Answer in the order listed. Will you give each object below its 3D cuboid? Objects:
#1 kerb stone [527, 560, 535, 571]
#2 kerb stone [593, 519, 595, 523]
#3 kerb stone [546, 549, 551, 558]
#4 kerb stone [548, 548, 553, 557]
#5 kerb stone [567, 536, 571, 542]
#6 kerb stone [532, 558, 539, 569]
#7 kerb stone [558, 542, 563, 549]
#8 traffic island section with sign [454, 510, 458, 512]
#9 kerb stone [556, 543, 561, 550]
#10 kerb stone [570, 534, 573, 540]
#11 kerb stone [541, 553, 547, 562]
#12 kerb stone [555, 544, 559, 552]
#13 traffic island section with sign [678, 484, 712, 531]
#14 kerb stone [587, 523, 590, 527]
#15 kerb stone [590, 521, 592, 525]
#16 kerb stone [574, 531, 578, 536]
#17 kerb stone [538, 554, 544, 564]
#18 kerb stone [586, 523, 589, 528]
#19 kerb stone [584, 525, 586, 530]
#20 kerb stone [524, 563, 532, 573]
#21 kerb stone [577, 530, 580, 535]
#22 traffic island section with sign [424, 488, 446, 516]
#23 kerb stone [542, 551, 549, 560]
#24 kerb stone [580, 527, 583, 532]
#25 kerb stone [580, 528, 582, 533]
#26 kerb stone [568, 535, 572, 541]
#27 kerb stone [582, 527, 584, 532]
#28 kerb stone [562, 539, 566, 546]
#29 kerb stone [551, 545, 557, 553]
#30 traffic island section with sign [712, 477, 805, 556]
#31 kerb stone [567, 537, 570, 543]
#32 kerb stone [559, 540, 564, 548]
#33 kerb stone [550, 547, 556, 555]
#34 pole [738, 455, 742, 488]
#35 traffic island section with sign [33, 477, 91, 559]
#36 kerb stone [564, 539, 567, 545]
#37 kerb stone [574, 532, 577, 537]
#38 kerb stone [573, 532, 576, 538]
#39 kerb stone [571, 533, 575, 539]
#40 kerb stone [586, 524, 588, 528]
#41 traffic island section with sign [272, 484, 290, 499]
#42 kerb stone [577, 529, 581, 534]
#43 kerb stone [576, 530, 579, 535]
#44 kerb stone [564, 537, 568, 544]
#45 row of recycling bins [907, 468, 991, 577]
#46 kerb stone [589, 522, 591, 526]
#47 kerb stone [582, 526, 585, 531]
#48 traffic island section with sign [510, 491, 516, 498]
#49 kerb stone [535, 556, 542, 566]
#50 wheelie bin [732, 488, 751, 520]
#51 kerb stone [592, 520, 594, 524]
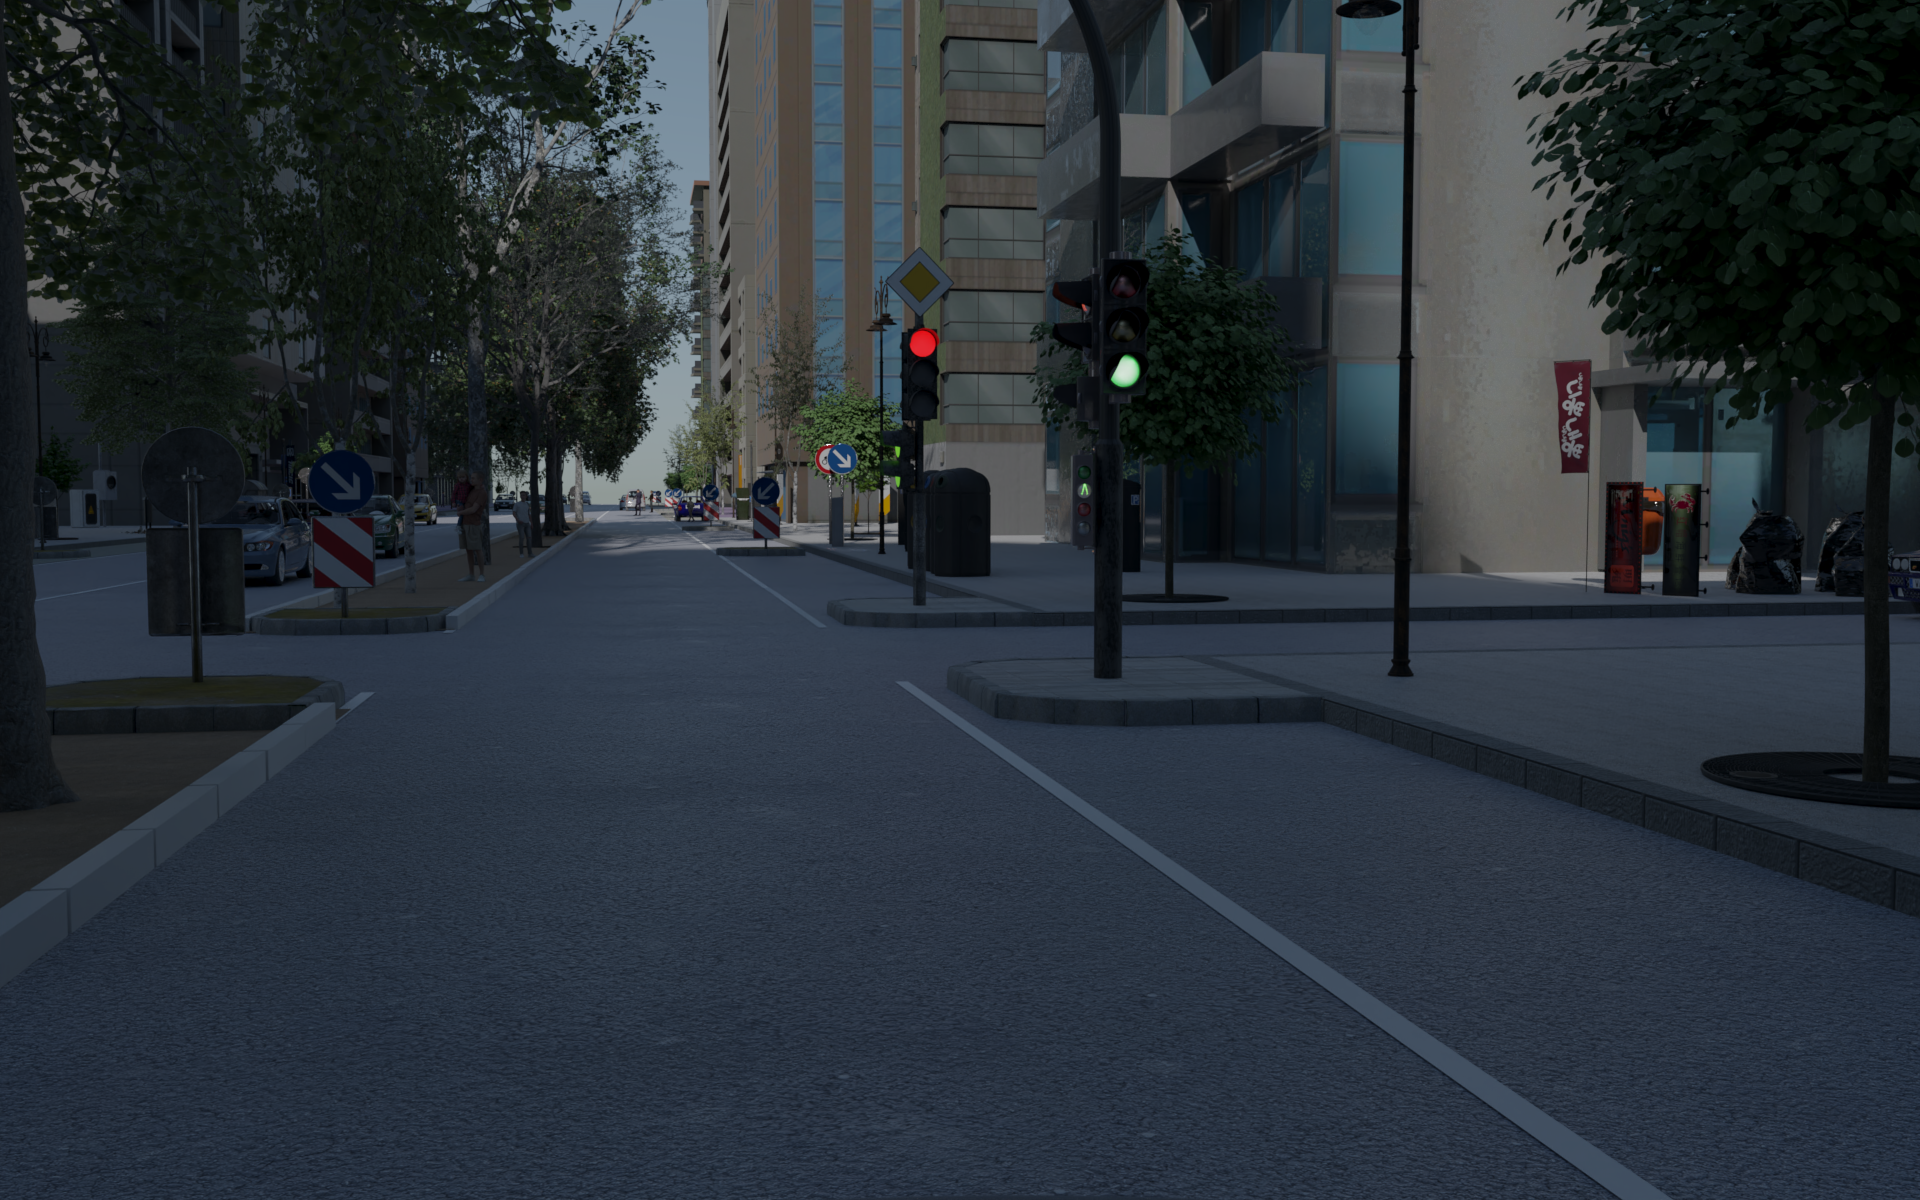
[{"bbox_3d":[-7.933,-0.587,31.805,0.120,0.150,1.000,-1,4,-11],"label":"kerb stone"},{"bbox_3d":[-17.299,-3.608,81.187,0.120,0.150,1.000,-1,4,-11],"label":"kerb stone"},{"bbox_3d":[-9.073,-0.958,37.852,0.120,0.150,1.000,-1,4,-11],"label":"kerb stone"},{"bbox_3d":[-9.264,-1.017,38.856,0.120,0.150,1.000,-1,4,-11],"label":"kerb stone"},{"bbox_3d":[-11.372,-1.698,49.954,0.120,0.150,1.000,-1,4,-11],"label":"kerb stone"},{"bbox_3d":[-8.119,-0.649,32.813,0.120,0.150,1.000,-1,4,-11],"label":"kerb stone"},{"bbox_3d":[-10.221,-1.323,43.899,0.120,0.150,1.000,-1,4,-11],"label":"kerb stone"},{"bbox_3d":[-40.203,-8.122,141.429,1.989,1.847,2.006,-1,4,-11],"label":"traffic island section with sign"},{"bbox_3d":[-10.036,-1.265,42.886,0.120,0.150,1.000,-1,4,-11],"label":"kerb stone"},{"bbox_3d":[-11.755,-1.818,51.971,0.120,0.150,1.000,-1,4,-11],"label":"kerb stone"},{"bbox_3d":[-8.691,-0.832,35.839,0.120,0.150,1.000,-1,4,-11],"label":"kerb stone"},{"bbox_3d":[-9.836,-1.204,41.881,0.120,0.150,1.000,-1,4,-11],"label":"kerb stone"},{"bbox_3d":[-9.945,-3.644,68.207,1.989,1.847,2.006,-1,4,-11],"label":"traffic island section with sign"},{"bbox_3d":[-15.381,-2.992,71.116,0.120,0.150,1.000,-1,4,-11],"label":"kerb stone"},{"bbox_3d":[-16.151,-3.238,75.133,0.120,0.150,1.000,-1,4,-11],"label":"kerb stone"},{"bbox_3d":[-12.522,-2.067,55.997,0.120,0.150,1.000,-1,4,-11],"label":"kerb stone"},{"bbox_3d":[-8.500,-0.773,34.829,0.120,0.150,1.000,-1,4,-11],"label":"kerb stone"},{"bbox_3d":[-15.196,-2.925,70.111,0.120,0.150,1.000,-1,4,-11],"label":"kerb stone"},{"bbox_3d":[-14.430,-2.684,66.074,0.120,0.150,1.000,-1,4,-11],"label":"kerb stone"},{"bbox_3d":[-7.741,-0.526,30.801,0.120,0.150,1.000,-1,4,-11],"label":"kerb stone"},{"bbox_3d":[-12.898,-2.190,58.010,0.120,0.150,1.000,-1,4,-11],"label":"kerb stone"},{"bbox_3d":[-35.120,-6.483,114.620,1.989,1.847,2.006,-1,4,-11],"label":"traffic island section with sign"},{"bbox_3d":[-8.875,-0.893,36.844,0.120,0.150,1.000,-1,4,-11],"label":"kerb stone"},{"bbox_3d":[-13.664,-2.437,62.033,0.120,0.150,1.000,-1,4,-11],"label":"kerb stone"},{"bbox_3d":[-13.473,-2.373,61.028,0.120,0.150,1.000,-1,4,-11],"label":"kerb stone"},{"bbox_3d":[-11.561,-1.760,50.967,0.120,0.150,1.000,-1,4,-11],"label":"kerb stone"},{"bbox_3d":[-13.856,-2.499,63.046,0.120,0.150,1.000,-1,4,-11],"label":"kerb stone"},{"bbox_3d":[-10.595,-1.451,45.925,0.120,0.150,1.000,-1,4,-11],"label":"kerb stone"},{"bbox_3d":[-9.648,-1.142,40.876,0.120,0.150,1.000,-1,4,-11],"label":"kerb stone"},{"bbox_3d":[-4.736,-1.970,40.830,1.989,1.847,2.006,-1,4,-11],"label":"traffic island section with sign"},{"bbox_3d":[-11.180,-1.636,48.938,0.120,0.150,1.000,-1,4,-11],"label":"kerb stone"},{"bbox_3d":[-10.410,-1.389,44.910,0.120,0.150,1.000,-1,4,-11],"label":"kerb stone"},{"bbox_3d":[-9.449,-1.081,39.872,0.120,0.150,1.000,-1,4,-11],"label":"kerb stone"},{"bbox_3d":[-11.459,-5.903,90.354,0.158,3.312,0.155,0,3,0],"label":"pole"},{"bbox_3d":[-20.720,-1.847,38.832,1.989,1.847,2.006,-1,4,-11],"label":"traffic island section with sign"},{"bbox_3d":[-10.800,-1.510,46.927,0.120,0.150,1.000,-1,4,-11],"label":"kerb stone"},{"bbox_3d":[-12.329,-2.003,54.989,0.120,0.150,1.000,-1,4,-11],"label":"kerb stone"},{"bbox_3d":[-12.137,-1.944,53.985,0.120,0.150,1.000,-1,4,-11],"label":"kerb stone"},{"bbox_3d":[-11.947,-1.883,52.979,0.120,0.150,1.000,-1,4,-11],"label":"kerb stone"},{"bbox_3d":[-15.011,-2.860,69.095,0.120,0.150,1.000,-1,4,-11],"label":"kerb stone"},{"bbox_3d":[-25.865,-3.505,65.931,1.989,1.847,2.006,-1,4,-11],"label":"traffic island section with sign"},{"bbox_3d":[-13.086,-2.252,59.021,0.120,0.150,1.000,-1,4,-11],"label":"kerb stone"},{"bbox_3d":[-12.709,-2.129,57.004,0.120,0.150,1.000,-1,4,-11],"label":"kerb stone"},{"bbox_3d":[-10.987,-1.574,47.934,0.120,0.150,1.000,-1,4,-11],"label":"kerb stone"},{"bbox_3d":[-0.170,-1.302,28.406,1.069,1.692,3.534,-1,4,-10],"label":"row of recycling bins"},{"bbox_3d":[-15.766,-3.115,73.124,0.120,0.150,1.000,-1,4,-11],"label":"kerb stone"},{"bbox_3d":[-14.047,-2.558,64.061,0.120,0.150,1.000,-1,4,-11],"label":"kerb stone"},{"bbox_3d":[-50.535,-11.451,195.856,1.989,1.847,2.006,-1,4,-11],"label":"traffic island section with sign"},{"bbox_3d":[-8.309,-0.711,33.818,0.120,0.150,1.000,-1,4,-11],"label":"kerb stone"},{"bbox_3d":[-10.773,-4.740,85.402,0.980,1.594,0.693,-1,4,-17],"label":"wheelie bin"},{"bbox_3d":[-16.726,-3.418,78.170,0.120,0.150,1.000,-1,4,-11],"label":"kerb stone"}]
